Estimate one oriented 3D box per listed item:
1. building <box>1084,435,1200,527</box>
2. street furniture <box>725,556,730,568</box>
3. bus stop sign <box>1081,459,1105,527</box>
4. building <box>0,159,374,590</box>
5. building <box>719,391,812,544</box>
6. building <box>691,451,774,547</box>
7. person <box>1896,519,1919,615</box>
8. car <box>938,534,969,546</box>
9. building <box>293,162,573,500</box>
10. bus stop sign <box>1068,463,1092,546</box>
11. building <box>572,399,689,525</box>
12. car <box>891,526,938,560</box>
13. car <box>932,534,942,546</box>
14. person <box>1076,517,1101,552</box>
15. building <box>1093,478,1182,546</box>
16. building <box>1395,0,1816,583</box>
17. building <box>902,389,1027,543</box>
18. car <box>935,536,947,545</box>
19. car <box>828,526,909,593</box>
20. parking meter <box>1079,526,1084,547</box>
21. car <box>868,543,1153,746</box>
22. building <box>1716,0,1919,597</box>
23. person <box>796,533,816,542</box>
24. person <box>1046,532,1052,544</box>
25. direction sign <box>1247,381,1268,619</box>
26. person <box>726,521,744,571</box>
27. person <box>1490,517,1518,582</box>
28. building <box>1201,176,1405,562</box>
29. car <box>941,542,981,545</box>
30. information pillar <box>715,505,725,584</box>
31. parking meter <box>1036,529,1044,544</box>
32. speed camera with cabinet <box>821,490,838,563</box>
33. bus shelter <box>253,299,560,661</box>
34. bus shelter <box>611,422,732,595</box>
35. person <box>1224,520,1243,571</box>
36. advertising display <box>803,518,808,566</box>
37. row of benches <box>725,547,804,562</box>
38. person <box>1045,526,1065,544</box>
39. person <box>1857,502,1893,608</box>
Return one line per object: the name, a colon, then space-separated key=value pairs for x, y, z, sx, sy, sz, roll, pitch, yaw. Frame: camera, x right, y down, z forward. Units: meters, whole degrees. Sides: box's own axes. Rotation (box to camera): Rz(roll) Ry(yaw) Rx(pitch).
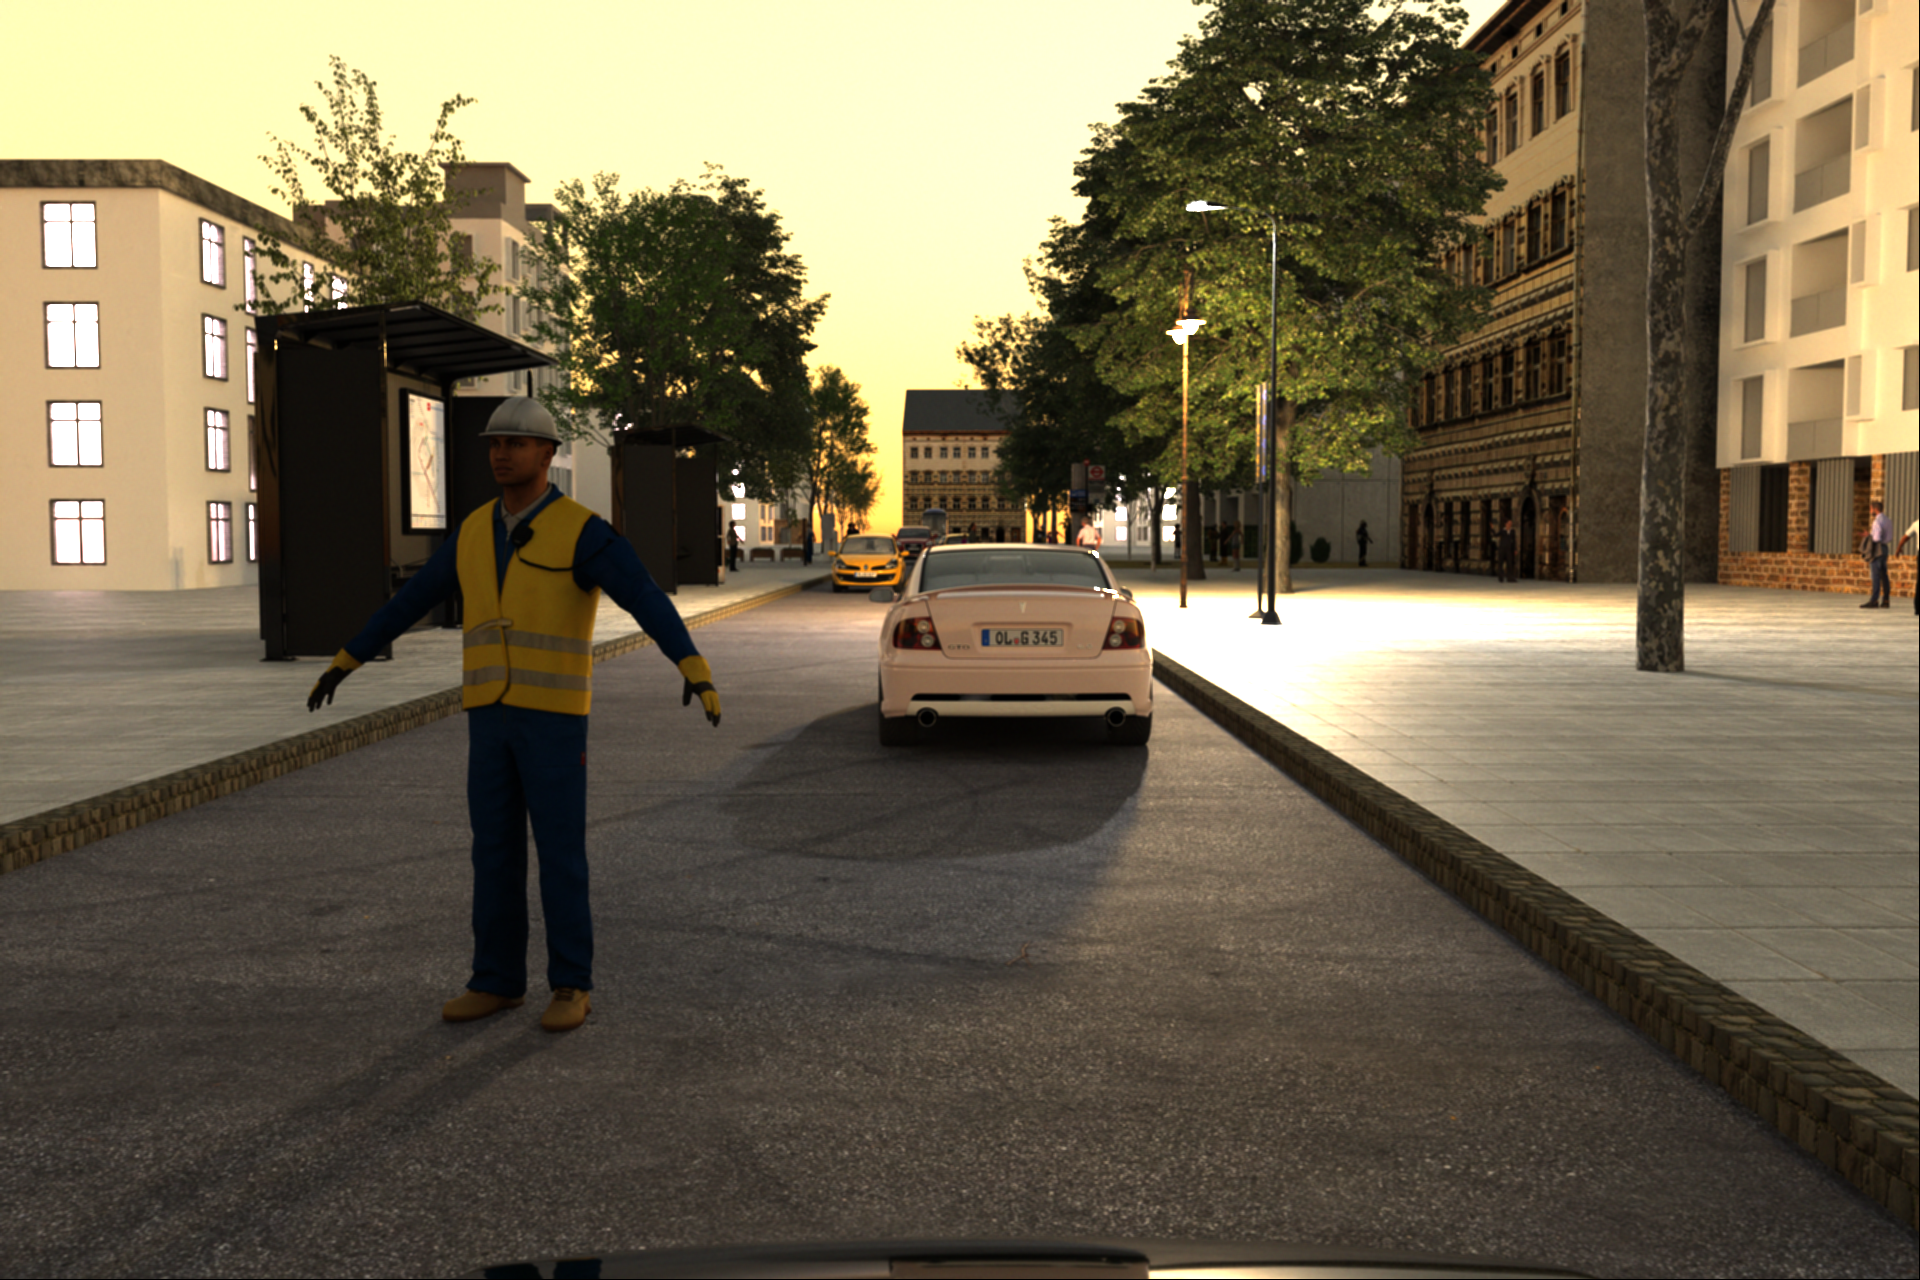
building: x=25.411 y=-23.686 z=218.193 sx=19.493 sy=23.208 sz=18.063 roll=0 pitch=3 yaw=0
street furniture: x=-11.921 y=-3.351 z=70.411 sx=5.734 sy=0.657 sz=10.072 roll=0 pitch=4 yaw=-3
bus stop sign: x=4.707 y=-4.446 z=61.403 sx=0.855 sy=3.939 sz=0.416 roll=0 pitch=4 yaw=0
building: x=-22.422 y=-6.780 z=53.007 sx=9.099 sy=9.664 sz=28.070 roll=0 pitch=3 yaw=0
building: x=-24.423 y=-21.957 z=215.423 sx=16.016 sy=20.090 sz=11.380 roll=0 pitch=4 yaw=0
building: x=-24.661 y=-15.067 z=188.496 sx=9.099 sy=9.664 sz=28.070 roll=0 pitch=3 yaw=0
person: x=15.280 y=-1.314 z=27.275 sx=0.704 sy=1.855 sz=1.343 roll=-1 pitch=4 yaw=-22
car: x=0.038 y=-3.986 z=75.400 sx=2.015 sy=1.641 sz=3.980 roll=0 pitch=4 yaw=0
building: x=-27.943 y=-14.260 z=89.566 sx=16.016 sy=20.090 sz=11.380 roll=0 pitch=4 yaw=0
bus stop sign: x=4.472 y=-4.624 z=64.612 sx=0.837 sy=3.901 sz=0.837 roll=0 pitch=4 yaw=-1
building: x=-23.302 y=-10.924 z=120.759 sx=9.099 sy=9.664 sz=28.070 roll=0 pitch=4 yaw=-1
car: x=-2.177 y=-4.543 z=82.951 sx=2.281 sy=1.827 sz=5.304 roll=0 pitch=4 yaw=0
car: x=-2.018 y=-7.034 z=126.811 sx=2.131 sy=1.459 sz=4.920 roll=0 pitch=3 yaw=0
person: x=3.164 y=-2.219 z=43.254 sx=0.756 sy=1.711 sz=0.436 roll=-2 pitch=4 yaw=-25
building: x=20.461 y=-15.434 z=194.497 sx=9.099 sy=9.664 sz=28.070 roll=0 pitch=3 yaw=0
building: x=25.268 y=-13.611 z=53.477 sx=19.493 sy=23.208 sz=18.063 roll=0 pitch=4 yaw=0
building: x=0.933 y=-26.139 z=260.761 sx=18.063 sy=23.208 sz=19.493 roll=0 pitch=4 yaw=2
car: x=-0.296 y=-4.826 z=91.271 sx=2.083 sy=1.381 sz=4.827 roll=0 pitch=4 yaw=-1
car: x=-2.270 y=-2.039 z=43.554 sx=2.015 sy=1.641 sz=3.980 roll=0 pitch=3 yaw=0
parking meter: x=3.914 y=-2.794 z=54.091 sx=0.372 sy=1.533 sz=0.369 roll=0 pitch=3 yaw=0
car: x=0.335 y=-0.046 z=13.109 sx=2.083 sy=1.381 sz=4.827 roll=0 pitch=4 yaw=-1
building: x=24.099 y=-11.303 z=41.230 sx=16.016 sy=20.090 sz=11.380 roll=0 pitch=3 yaw=0
person: x=-7.805 y=-5.036 z=88.466 sx=1.347 sy=1.817 sz=0.704 roll=3 pitch=4 yaw=39
person: x=5.349 y=-5.705 z=102.550 sx=0.599 sy=1.433 sz=0.991 roll=-2 pitch=4 yaw=-32
direction sign: x=4.555 y=-2.092 z=26.209 sx=0.379 sy=3.537 sz=0.876 roll=0 pitch=4 yaw=0
person: x=-7.769 y=-3.246 z=59.830 sx=0.721 sy=1.744 sz=1.215 roll=1 pitch=4 yaw=18
person: x=14.367 y=-2.381 z=45.775 sx=0.742 sy=1.727 sz=0.445 roll=-2 pitch=4 yaw=-28
building: x=23.595 y=-13.914 z=93.951 sx=16.747 sy=18.905 sz=31.486 roll=0 pitch=4 yaw=0
car: x=0.060 y=-4.460 z=84.922 sx=2.014 sy=1.417 sz=4.499 roll=0 pitch=4 yaw=-1
information pillar: x=-6.206 y=-2.447 z=44.508 sx=0.304 sy=2.012 sz=0.304 roll=0 pitch=4 yaw=0
parking meter: x=3.788 y=-4.523 z=82.362 sx=0.372 sy=1.533 sz=0.369 roll=0 pitch=3 yaw=0
speed camera with cabinet: x=-5.898 y=-5.126 z=78.147 sx=0.660 sy=3.252 sz=2.038 roll=0 pitch=4 yaw=2
bus shelter: x=-6.279 y=-1.787 z=20.496 sx=1.731 sy=3.624 sz=6.357 roll=0 pitch=3 yaw=0
bus shelter: x=-6.444 y=-2.939 z=39.335 sx=1.731 sy=3.624 sz=6.357 roll=0 pitch=4 yaw=0
person: x=9.443 y=-3.243 z=59.633 sx=0.721 sy=1.753 sz=1.214 roll=3 pitch=4 yaw=39
advertising display: x=-6.237 y=-3.959 z=69.945 sx=0.123 sy=1.923 sz=0.974 roll=0 pitch=3 yaw=0
row of benches: x=-9.156 y=-4.004 z=80.934 sx=4.104 sy=0.672 sz=1.422 roll=-1 pitch=4 yaw=-16
person: x=5.109 y=-5.256 z=92.738 sx=1.217 sy=1.733 sz=0.721 roll=-1 pitch=4 yaw=-15
person: x=15.794 y=-1.474 z=30.018 sx=0.709 sy=1.838 sz=0.599 roll=-3 pitch=5 yaw=-39
